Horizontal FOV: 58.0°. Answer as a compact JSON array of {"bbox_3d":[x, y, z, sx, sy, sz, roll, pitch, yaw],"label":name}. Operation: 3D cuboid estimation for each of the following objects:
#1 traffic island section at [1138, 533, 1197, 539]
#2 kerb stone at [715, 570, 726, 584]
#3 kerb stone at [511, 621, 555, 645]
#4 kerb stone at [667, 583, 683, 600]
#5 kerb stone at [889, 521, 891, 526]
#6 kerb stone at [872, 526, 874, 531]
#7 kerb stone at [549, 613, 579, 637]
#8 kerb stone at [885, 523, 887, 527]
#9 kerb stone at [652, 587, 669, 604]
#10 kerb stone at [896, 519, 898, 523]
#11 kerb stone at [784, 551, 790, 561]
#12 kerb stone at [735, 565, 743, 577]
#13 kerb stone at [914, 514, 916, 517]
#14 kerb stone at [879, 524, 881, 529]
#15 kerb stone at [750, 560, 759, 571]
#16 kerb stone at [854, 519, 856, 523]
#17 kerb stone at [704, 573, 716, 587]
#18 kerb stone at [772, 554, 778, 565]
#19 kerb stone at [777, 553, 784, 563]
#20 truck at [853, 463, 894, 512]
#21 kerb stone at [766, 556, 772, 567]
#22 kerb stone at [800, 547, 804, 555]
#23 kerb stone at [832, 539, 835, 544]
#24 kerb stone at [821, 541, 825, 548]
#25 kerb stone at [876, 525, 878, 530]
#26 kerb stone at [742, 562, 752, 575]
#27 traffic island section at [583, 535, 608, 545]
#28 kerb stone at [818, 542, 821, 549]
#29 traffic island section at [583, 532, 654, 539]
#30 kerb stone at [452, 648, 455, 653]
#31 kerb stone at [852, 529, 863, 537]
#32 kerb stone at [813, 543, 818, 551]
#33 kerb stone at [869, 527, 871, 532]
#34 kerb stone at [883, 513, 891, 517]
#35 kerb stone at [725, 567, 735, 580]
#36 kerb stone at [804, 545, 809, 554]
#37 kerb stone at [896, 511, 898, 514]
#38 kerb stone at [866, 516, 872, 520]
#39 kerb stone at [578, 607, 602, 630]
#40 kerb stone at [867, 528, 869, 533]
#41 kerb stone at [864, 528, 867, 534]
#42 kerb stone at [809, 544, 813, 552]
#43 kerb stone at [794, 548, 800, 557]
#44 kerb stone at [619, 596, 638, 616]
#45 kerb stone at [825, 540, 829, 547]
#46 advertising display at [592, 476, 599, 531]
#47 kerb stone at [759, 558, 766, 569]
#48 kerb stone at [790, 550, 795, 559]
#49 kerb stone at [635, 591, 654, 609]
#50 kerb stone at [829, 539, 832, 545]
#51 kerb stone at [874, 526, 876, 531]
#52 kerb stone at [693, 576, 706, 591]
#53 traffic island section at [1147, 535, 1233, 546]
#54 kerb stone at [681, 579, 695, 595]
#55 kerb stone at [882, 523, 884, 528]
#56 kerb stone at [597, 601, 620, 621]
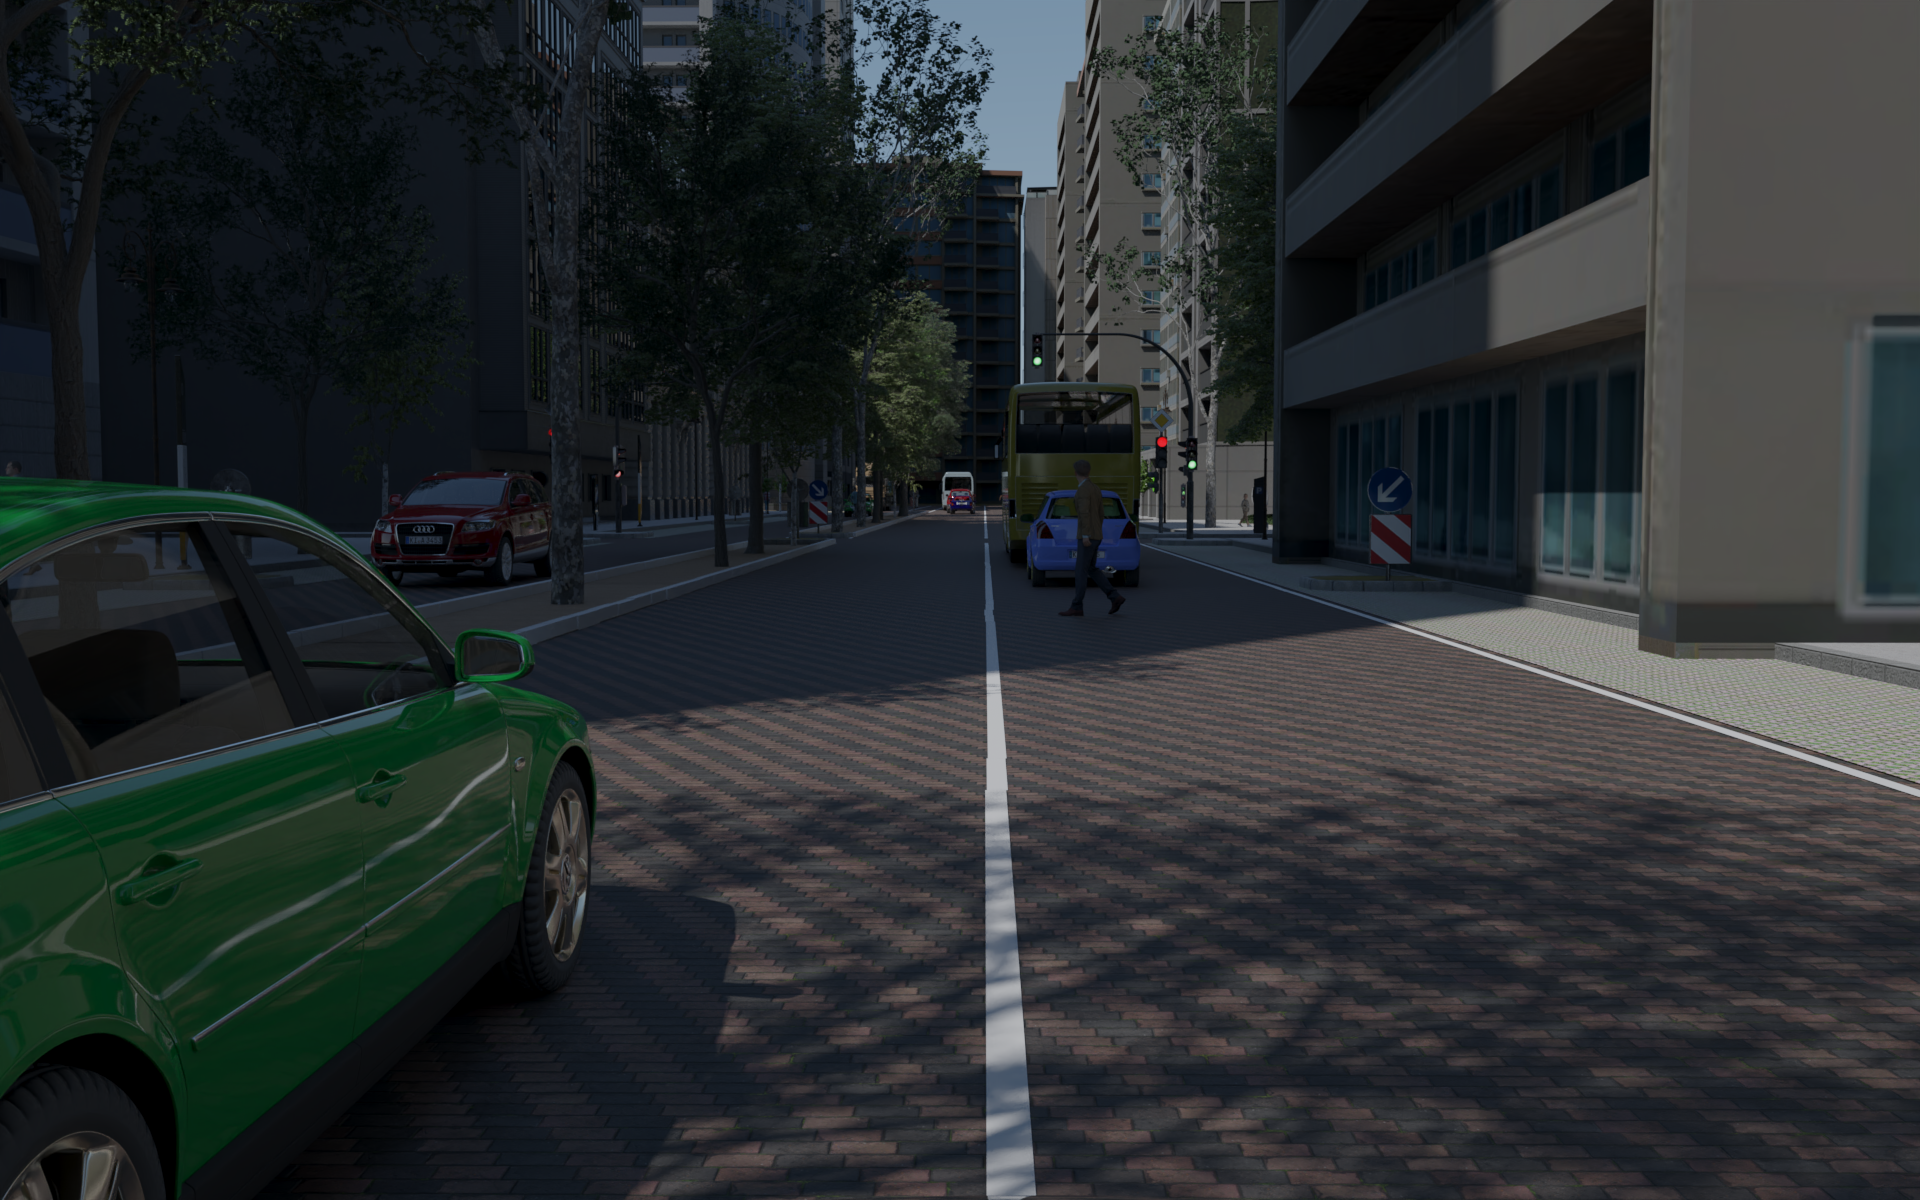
[{"bbox_3d":[6.633,-2.126,57.036,2.009,0.180,2.903,0,4,1],"label":"traffic island section"},{"bbox_3d":[-3.955,-0.353,27.969,0.120,0.150,1.000,0,4,1],"label":"kerb stone"},{"bbox_3d":[-4.114,0.336,16.707,0.120,0.150,1.000,0,4,1],"label":"kerb stone"},{"bbox_3d":[-4.001,-0.103,23.875,0.120,0.150,1.000,0,4,1],"label":"kerb stone"},{"bbox_3d":[-3.272,-3.333,76.691,0.120,0.150,1.000,0,4,1],"label":"kerb stone"},{"bbox_3d":[-3.425,-2.644,65.420,0.120,0.150,1.000,0,4,1],"label":"kerb stone"},{"bbox_3d":[-4.104,0.273,17.739,0.120,0.150,1.000,0,4,1],"label":"kerb stone"},{"bbox_3d":[-3.317,-3.145,73.617,0.120,0.150,1.000,0,4,1],"label":"kerb stone"},{"bbox_3d":[-4.029,-0.040,22.854,0.120,0.150,1.000,0,4,1],"label":"kerb stone"},{"bbox_3d":[-3.183,-3.709,82.840,0.120,0.150,1.000,0,4,1],"label":"kerb stone"},{"bbox_3d":[-3.829,-0.916,37.176,0.120,0.150,1.000,0,4,1],"label":"kerb stone"},{"bbox_3d":[-3.926,-0.478,30.016,0.120,0.150,1.000,0,4,1],"label":"kerb stone"},{"bbox_3d":[-2.889,-5.024,104.374,0.120,0.150,1.000,0,4,1],"label":"kerb stone"},{"bbox_3d":[-3.377,-2.892,69.518,0.120,0.150,1.000,0,4,1],"label":"kerb stone"},{"bbox_3d":[-3.902,-0.603,32.060,0.120,0.150,1.000,0,4,1],"label":"kerb stone"},{"bbox_3d":[-5.274,-3.772,83.877,0.120,0.150,1.000,0,4,1],"label":"kerb stone"},{"bbox_3d":[-3.972,-0.290,26.947,0.120,0.150,1.000,0,4,1],"label":"kerb stone"},{"bbox_3d":[-3.855,-0.788,35.126,0.120,0.150,1.000,0,4,1],"label":"kerb stone"},{"bbox_3d":[-3.839,-0.854,36.152,0.120,0.150,1.000,0,4,1],"label":"kerb stone"},{"bbox_3d":[-7.183,-9.584,145.604,2.839,4.237,11.283,0,4,2],"label":"truck"},{"bbox_3d":[-3.870,-0.728,34.103,0.120,0.150,1.000,0,4,1],"label":"kerb stone"},{"bbox_3d":[-3.787,-1.104,40.245,0.120,0.150,1.000,0,4,1],"label":"kerb stone"},{"bbox_3d":[-3.670,-1.600,48.451,0.120,0.150,1.000,0,4,1],"label":"kerb stone"},{"bbox_3d":[-3.710,-1.418,45.384,0.120,0.150,1.000,0,4,1],"label":"kerb stone"},{"bbox_3d":[-3.399,-2.769,67.466,0.120,0.150,1.000,0,4,1],"label":"kerb stone"},{"bbox_3d":[-3.909,-0.539,31.038,0.120,0.150,1.000,0,4,1],"label":"kerb stone"},{"bbox_3d":[-11.418,-1.653,49.306,2.009,0.180,2.903,0,4,1],"label":"traffic island section"},{"bbox_3d":[-3.729,-1.355,44.357,0.120,0.150,1.000,0,4,1],"label":"kerb stone"},{"bbox_3d":[-11.306,-2.141,57.291,2.009,0.180,2.903,0,4,1],"label":"traffic island section"},{"bbox_3d":[-4.146,0.461,14.654,0.120,0.150,1.000,0,4,1],"label":"kerb stone"},{"bbox_3d":[-3.511,-2.259,59.251,0.120,0.150,1.000,0,4,1],"label":"kerb stone"},{"bbox_3d":[-3.736,-1.293,43.335,0.120,0.150,1.000,0,4,1],"label":"kerb stone"},{"bbox_3d":[-3.454,-2.517,63.373,0.120,0.150,1.000,0,4,1],"label":"kerb stone"},{"bbox_3d":[-4.840,-5.653,114.669,0.120,0.150,1.000,0,4,1],"label":"kerb stone"},{"bbox_3d":[-3.945,-0.414,28.994,0.120,0.150,1.000,0,4,1],"label":"kerb stone"},{"bbox_3d":[-3.775,-1.166,41.275,0.120,0.150,1.000,0,4,1],"label":"kerb stone"},{"bbox_3d":[-4.711,-6.222,123.919,0.120,0.150,1.000,0,4,1],"label":"kerb stone"},{"bbox_3d":[-5.071,-4.651,98.239,0.120,0.150,1.000,0,4,1],"label":"kerb stone"},{"bbox_3d":[-4.074,0.210,18.762,0.120,0.150,1.000,0,4,1],"label":"kerb stone"},{"bbox_3d":[-3.477,-2.456,62.351,0.120,0.150,1.000,0,4,1],"label":"kerb stone"},{"bbox_3d":[-3.484,-2.386,61.305,0.120,0.150,1.000,0,4,1],"label":"kerb stone"},{"bbox_3d":[-3.756,-1.230,42.303,0.120,0.150,1.000,0,4,1],"label":"kerb stone"},{"bbox_3d":[-3.796,-1.041,39.223,0.120,0.150,1.000,0,4,1],"label":"kerb stone"},{"bbox_3d":[-4.056,0.093,20.811,0.120,0.150,1.000,0,4,1],"label":"kerb stone"},{"bbox_3d":[-3.696,-1.481,46.406,0.120,0.150,1.000,0,4,1],"label":"kerb stone"},{"bbox_3d":[-12.834,-3.409,60.956,0.123,1.923,0.974,0,4,-5],"label":"advertising display"},{"bbox_3d":[-3.885,-0.662,33.082,0.120,0.150,1.000,0,4,1],"label":"kerb stone"},{"bbox_3d":[-3.810,-0.978,38.201,0.120,0.150,1.000,0,4,1],"label":"kerb stone"},{"bbox_3d":[-4.051,0.023,21.832,0.120,0.150,1.000,0,4,1],"label":"kerb stone"},{"bbox_3d":[-3.683,-1.542,47.428,0.120,0.150,1.000,0,4,1],"label":"kerb stone"},{"bbox_3d":[-3.420,-2.706,66.444,0.120,0.150,1.000,0,4,1],"label":"kerb stone"},{"bbox_3d":[-3.986,-0.221,25.925,0.120,0.150,1.000,0,4,1],"label":"kerb stone"},{"bbox_3d":[6.521,-1.637,49.051,2.009,0.180,2.903,0,4,1],"label":"traffic island section"},{"bbox_3d":[-3.992,-0.164,24.897,0.120,0.150,1.000,0,4,1],"label":"kerb stone"},{"bbox_3d":[-3.340,-3.020,71.573,0.120,0.150,1.000,0,4,1],"label":"kerb stone"},{"bbox_3d":[-4.076,0.147,19.784,0.120,0.150,1.000,0,4,1],"label":"kerb stone"}]
